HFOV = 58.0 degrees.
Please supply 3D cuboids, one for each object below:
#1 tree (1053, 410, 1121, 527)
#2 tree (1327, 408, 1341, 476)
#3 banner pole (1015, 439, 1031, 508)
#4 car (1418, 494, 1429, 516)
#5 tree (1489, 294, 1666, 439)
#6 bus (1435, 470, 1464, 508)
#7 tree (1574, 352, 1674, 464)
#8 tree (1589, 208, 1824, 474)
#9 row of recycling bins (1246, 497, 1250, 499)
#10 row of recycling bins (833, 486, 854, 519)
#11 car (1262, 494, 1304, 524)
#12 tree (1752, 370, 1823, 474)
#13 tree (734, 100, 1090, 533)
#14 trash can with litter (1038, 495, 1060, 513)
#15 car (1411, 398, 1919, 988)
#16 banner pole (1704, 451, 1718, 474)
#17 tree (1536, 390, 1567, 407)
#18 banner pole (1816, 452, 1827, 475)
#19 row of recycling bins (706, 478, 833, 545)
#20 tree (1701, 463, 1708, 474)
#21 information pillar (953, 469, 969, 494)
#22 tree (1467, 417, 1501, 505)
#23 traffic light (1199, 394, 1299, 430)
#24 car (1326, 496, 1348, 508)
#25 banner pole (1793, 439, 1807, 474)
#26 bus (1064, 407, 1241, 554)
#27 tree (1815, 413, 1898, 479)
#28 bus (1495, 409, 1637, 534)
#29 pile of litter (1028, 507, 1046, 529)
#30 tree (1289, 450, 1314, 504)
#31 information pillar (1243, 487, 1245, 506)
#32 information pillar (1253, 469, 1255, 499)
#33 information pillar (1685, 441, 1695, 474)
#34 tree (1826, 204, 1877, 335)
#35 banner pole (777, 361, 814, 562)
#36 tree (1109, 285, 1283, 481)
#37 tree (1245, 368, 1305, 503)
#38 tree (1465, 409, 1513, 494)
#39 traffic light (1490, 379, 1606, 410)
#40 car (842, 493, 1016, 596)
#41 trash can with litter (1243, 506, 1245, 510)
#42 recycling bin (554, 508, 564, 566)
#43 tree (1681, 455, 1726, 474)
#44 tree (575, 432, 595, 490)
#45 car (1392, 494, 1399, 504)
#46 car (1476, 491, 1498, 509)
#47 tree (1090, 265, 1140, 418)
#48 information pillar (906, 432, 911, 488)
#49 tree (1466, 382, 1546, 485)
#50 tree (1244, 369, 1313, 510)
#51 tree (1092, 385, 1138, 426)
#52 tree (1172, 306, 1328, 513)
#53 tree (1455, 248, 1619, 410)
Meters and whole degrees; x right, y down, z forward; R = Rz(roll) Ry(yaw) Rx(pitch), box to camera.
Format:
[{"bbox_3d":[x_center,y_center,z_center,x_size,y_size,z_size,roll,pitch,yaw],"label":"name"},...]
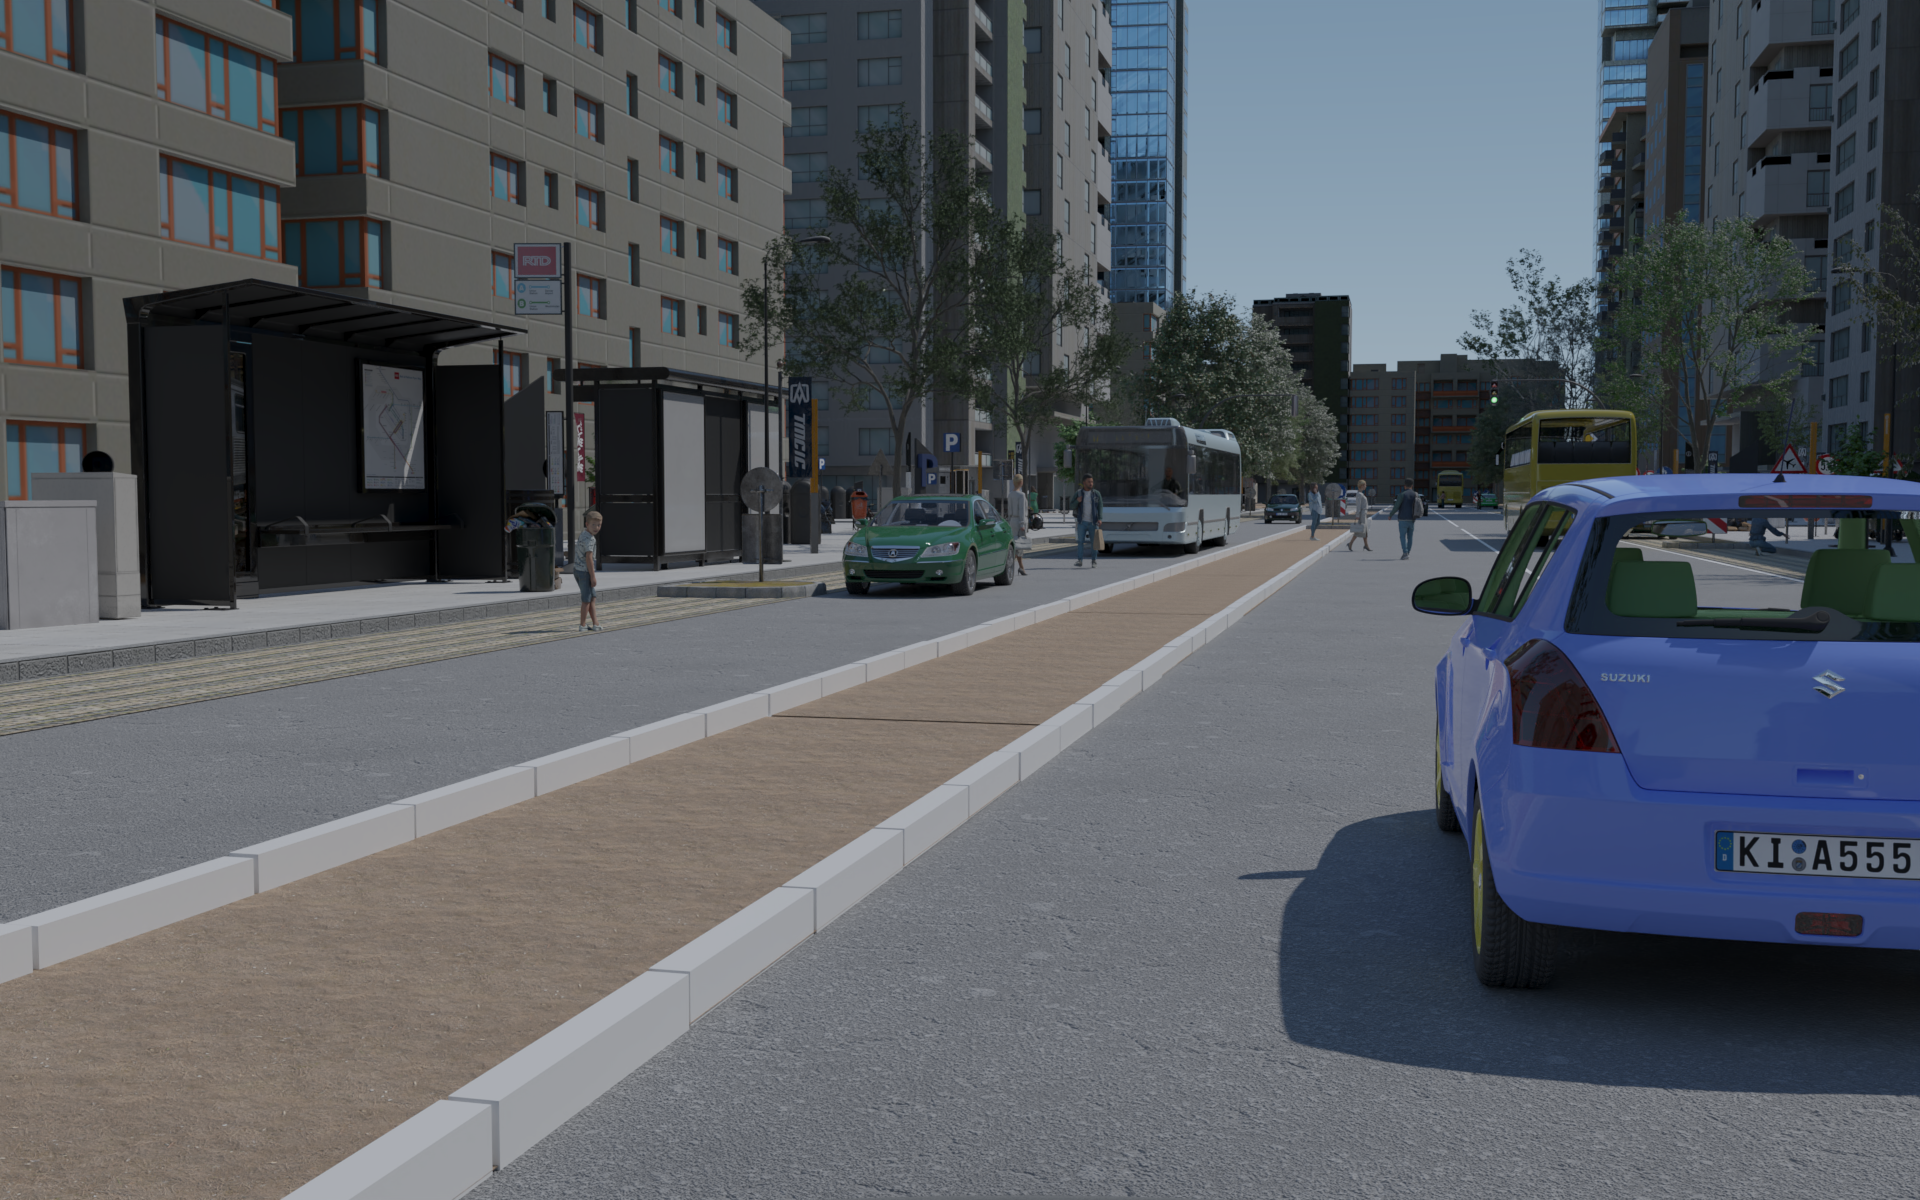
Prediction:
[{"bbox_3d":[5.019,-5.076,66.703,4.285,4.588,4.351,0,3,0],"label":"tree"},{"bbox_3d":[39.014,-17.750,196.863,9.857,13.997,8.962,0,3,0],"label":"tree"},{"bbox_3d":[2.695,-5.049,72.574,0.863,3.779,0.401,1,4,19],"label":"banner pole"},{"bbox_3d":[29.467,-6.280,112.470,2.009,1.686,4.222,1,4,13],"label":"car"},{"bbox_3d":[38.056,-12.046,107.319,12.009,13.543,11.850,0,3,0],"label":"tree"},{"bbox_3d":[50.936,-11.532,180.090,2.896,3.916,12.252,1,4,15],"label":"bus"},{"bbox_3d":[34.693,-8.531,89.841,4.737,8.622,4.395,0,3,0],"label":"tree"},{"bbox_3d":[26.618,-8.334,62.014,9.928,11.665,9.643,0,3,0],"label":"tree"},{"bbox_3d":[23.957,-8.654,148.610,1.069,1.692,3.534,-1,4,-10],"label":"row of recycling bins"},{"bbox_3d":[-6.662,-4.989,88.686,3.534,1.692,1.069,-2,4,-24],"label":"row of recycling bins"},{"bbox_3d":[15.763,-4.563,84.392,2.009,1.686,4.222,1,4,13],"label":"car"},{"bbox_3d":[48.661,-9.280,102.086,4.737,8.622,4.395,0,3,0],"label":"tree"},{"bbox_3d":[-1.679,-6.586,42.087,8.767,10.594,7.601,1,4,10],"label":"tree"},{"bbox_3d":[6.065,-6.420,116.017,2.233,1.210,1.678,-1,4,-19],"label":"trash can with litter"},{"bbox_3d":[2.608,0.212,6.133,1.945,1.707,3.694,1,4,13],"label":"car"},{"bbox_3d":[38.248,-6.020,88.448,0.863,3.779,0.401,1,4,15],"label":"banner pole"},{"bbox_3d":[41.394,-10.424,120.791,4.737,8.622,4.395,0,3,0],"label":"tree"},{"bbox_3d":[45.232,-6.204,91.449,0.863,3.779,0.401,2,4,29],"label":"banner pole"},{"bbox_3d":[-5.072,-2.317,44.993,3.534,1.692,1.069,2,4,35],"label":"row of recycling bins"},{"bbox_3d":[38.907,-5.855,90.325,1.663,3.219,1.824,0,3,0],"label":"tree"},{"bbox_3d":[0.059,-2.898,51.871,0.304,2.012,0.304,2,4,27],"label":"information pillar"},{"bbox_3d":[64.362,-16.639,206.455,8.767,10.594,7.601,2,4,30],"label":"tree"},{"bbox_3d":[13.044,-6.403,79.353,4.771,5.953,1.251,1,4,14],"label":"traffic light"},{"bbox_3d":[37.376,-9.775,171.613,2.131,1.459,4.920,1,4,14],"label":"car"},{"bbox_3d":[37.956,-5.406,78.406,0.401,3.779,0.863,-2,4,-28],"label":"banner pole"},{"bbox_3d":[5.266,-3.034,44.468,2.948,3.499,13.247,1,4,15],"label":"bus"},{"bbox_3d":[21.445,-2.869,41.509,1.663,3.219,1.824,0,3,0],"label":"tree"},{"bbox_3d":[17.214,-3.556,49.689,2.896,3.916,12.252,1,4,14],"label":"bus"},{"bbox_3d":[2.357,-3.038,63.629,1.719,0.858,1.176,0,4,-8],"label":"pile of litter"},{"bbox_3d":[43.990,-16.544,220.853,4.360,8.622,3.978,0,3,0],"label":"tree"},{"bbox_3d":[23.718,-8.615,145.348,0.304,2.012,0.304,-2,4,-29],"label":"information pillar"},{"bbox_3d":[21.883,-8.413,128.903,0.183,3.616,0.504,1,4,10],"label":"information pillar"},{"bbox_3d":[32.274,-5.213,76.588,0.504,3.616,0.183,1,4,13],"label":"information pillar"},{"bbox_3d":[17.953,-4.903,30.523,4.360,8.622,3.978,0,3,0],"label":"tree"},{"bbox_3d":[-3.160,-2.606,32.618,0.863,3.779,0.401,1,4,14],"label":"banner pole"},{"bbox_3d":[13.022,-10.903,95.265,9.611,12.733,9.660,0,3,0],"label":"tree"},{"bbox_3d":[26.591,-14.214,150.533,7.486,12.596,7.792,0,3,0],"label":"tree"},{"bbox_3d":[67.502,-18.292,217.206,7.486,12.596,7.792,0,3,0],"label":"tree"},{"bbox_3d":[23.335,-5.727,68.297,4.771,5.953,1.251,1,4,14],"label":"traffic light"},{"bbox_3d":[-0.380,-0.873,26.066,2.131,1.459,4.920,1,4,13],"label":"car"},{"bbox_3d":[23.222,-8.082,143.532,1.055,1.170,0.624,-2,4,-24],"label":"trash can with litter"},{"bbox_3d":[-7.509,-1.108,30.663,0.722,1.027,0.722,1,4,18],"label":"recycling bin"},{"bbox_3d":[59.217,-9.425,137.806,4.285,4.588,4.351,0,3,0],"label":"tree"},{"bbox_3d":[-9.465,-3.165,46.346,1.663,3.219,1.824,0,3,0],"label":"tree"},{"bbox_3d":[45.568,-10.313,178.401,2.009,1.686,4.222,1,4,15],"label":"car"},{"bbox_3d":[50.008,-9.504,164.179,1.959,1.807,4.718,1,4,14],"label":"car"},{"bbox_3d":[2.383,-7.525,57.443,8.767,10.594,7.601,3,5,39],"label":"tree"},{"bbox_3d":[-1.946,-4.535,65.505,0.183,3.616,0.504,-1,4,-15],"label":"information pillar"},{"bbox_3d":[60.406,-17.354,190.386,9.857,13.997,8.962,0,3,0],"label":"tree"},{"bbox_3d":[23.743,-13.068,139.425,9.928,11.665,9.643,0,3,0],"label":"tree"},{"bbox_3d":[9.727,-9.716,109.221,4.360,8.622,3.978,0,3,0],"label":"tree"},{"bbox_3d":[19.144,-13.015,119.442,9.857,13.997,8.962,0,3,0],"label":"tree"},{"bbox_3d":[44.422,-17.133,136.014,12.611,20.169,13.585,0,3,0],"label":"tree"}]
